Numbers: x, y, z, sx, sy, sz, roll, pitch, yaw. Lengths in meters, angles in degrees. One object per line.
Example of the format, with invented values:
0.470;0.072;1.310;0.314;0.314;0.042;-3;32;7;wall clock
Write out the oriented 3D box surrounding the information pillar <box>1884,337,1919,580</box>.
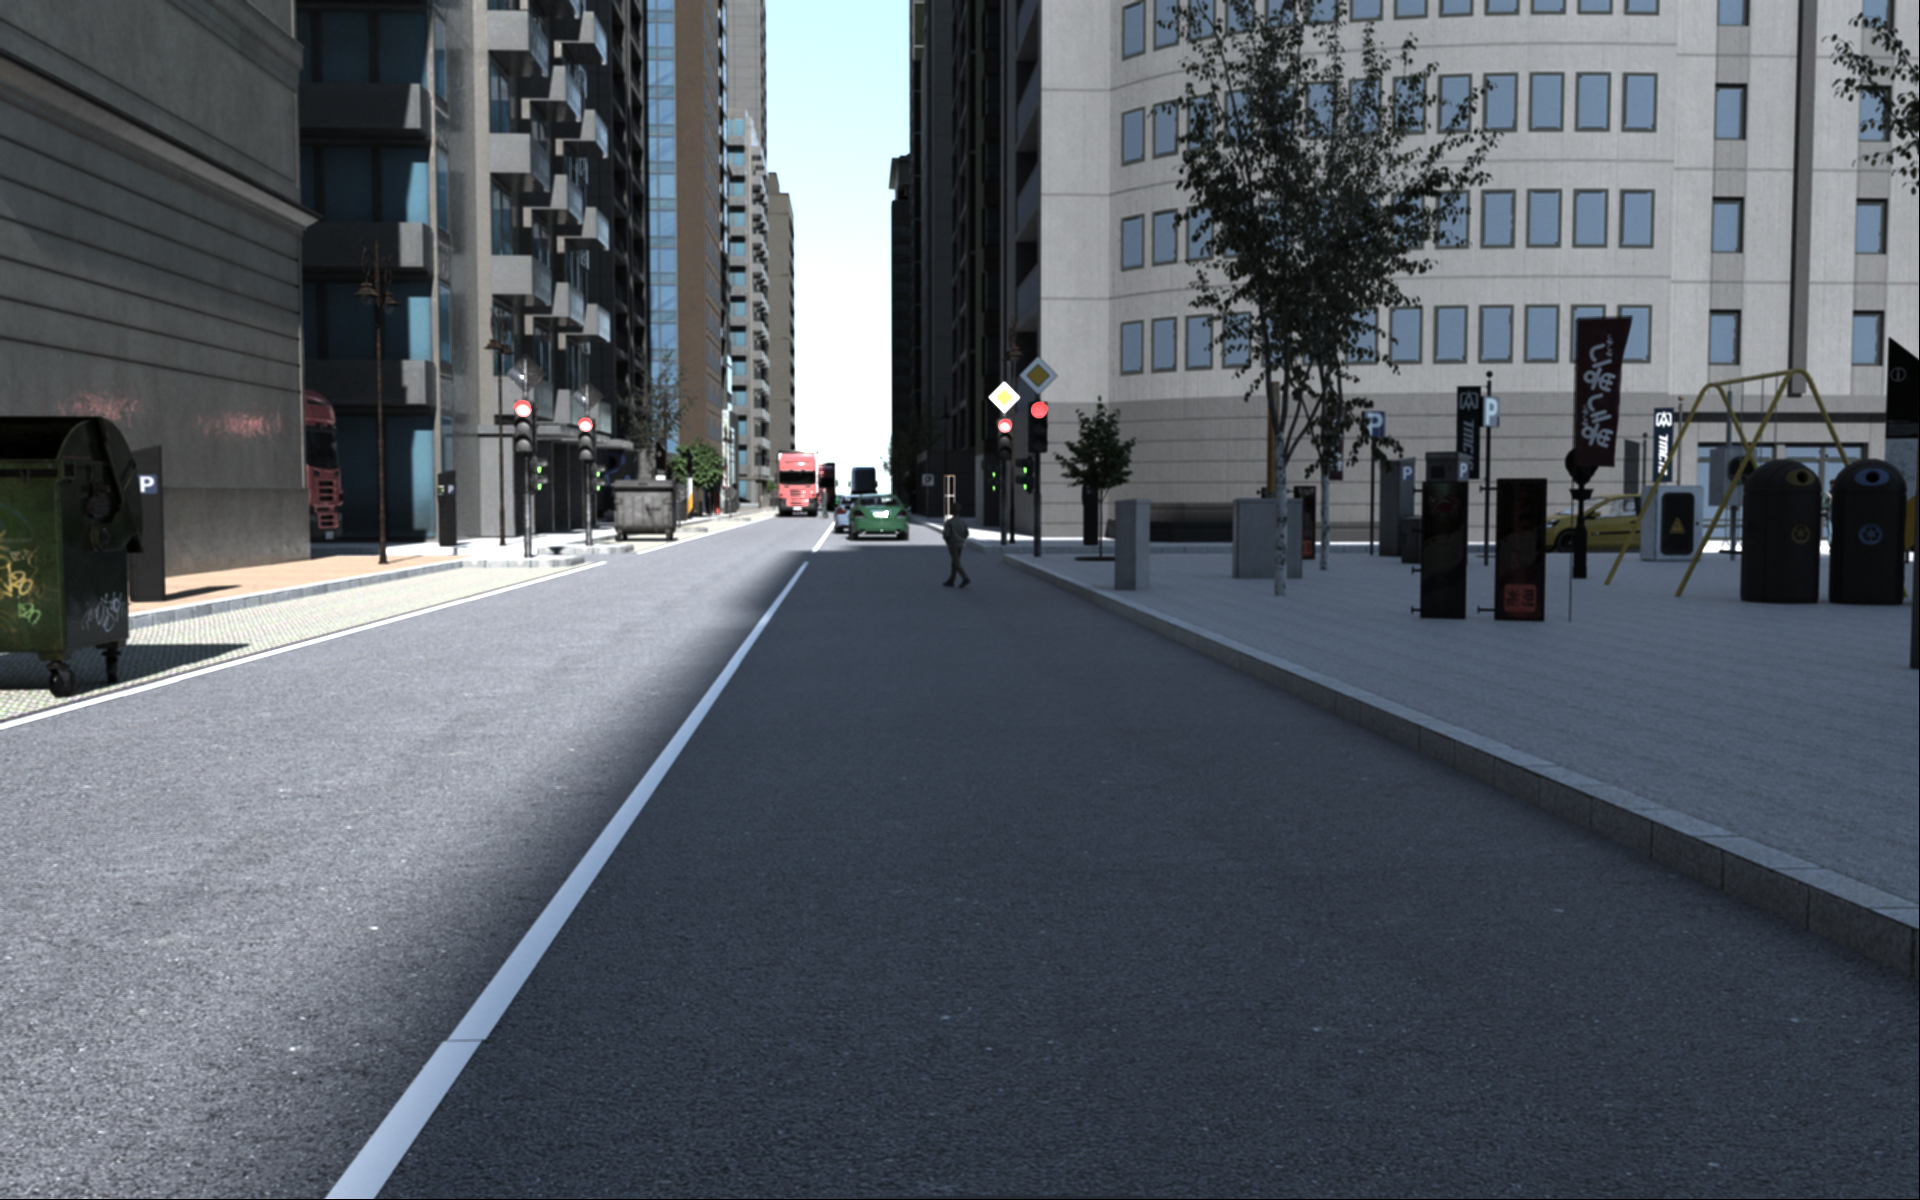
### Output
14.036;-2.108;25.823;0.504;3.616;0.183;1;4;22;information pillar

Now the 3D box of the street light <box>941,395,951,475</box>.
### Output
-0.670;-6.614;80.927;0.468;5.910;1.993;0;4;-3;street light

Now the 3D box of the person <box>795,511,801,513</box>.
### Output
-12.359;-7.551;132.049;1.350;1.814;0.705;-3;5;-45;person

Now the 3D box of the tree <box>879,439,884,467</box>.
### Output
-7.838;-15.900;210.328;4.737;8.622;4.395;0;3;0;tree

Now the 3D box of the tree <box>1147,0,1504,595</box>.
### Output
4.189;-4.353;21.529;4.360;8.622;3.978;0;3;0;tree

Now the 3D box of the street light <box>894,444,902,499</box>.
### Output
-5.541;-11.354;158.422;0.468;5.910;1.993;0;4;-3;street light

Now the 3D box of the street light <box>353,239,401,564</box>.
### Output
-10.605;-3.601;31.667;0.468;5.910;1.993;0;4;-3;street light

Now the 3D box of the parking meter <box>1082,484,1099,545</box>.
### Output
3.265;-2.305;43.394;0.399;1.863;0.255;1;4;11;parking meter

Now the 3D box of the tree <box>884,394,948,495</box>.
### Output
-2.903;-10.777;126.562;4.737;8.622;4.395;0;3;0;tree

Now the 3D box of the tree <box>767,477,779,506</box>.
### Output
-21.925;-12.613;200.830;1.663;3.219;1.824;0;3;0;tree

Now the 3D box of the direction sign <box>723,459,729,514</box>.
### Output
-15.124;-7.330;111.845;0.379;3.537;0.876;-1;4;-15;direction sign

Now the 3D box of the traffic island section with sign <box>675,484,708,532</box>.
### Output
-10.575;-3.473;65.418;1.989;1.847;2.006;0;4;-3;traffic island section with sign

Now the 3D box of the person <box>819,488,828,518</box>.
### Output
-8.112;-5.756;102.793;0.590;1.801;0.661;0;4;-8;person

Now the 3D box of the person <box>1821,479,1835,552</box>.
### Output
20.408;-1.933;40.447;0.623;1.781;0.721;-1;4;-21;person

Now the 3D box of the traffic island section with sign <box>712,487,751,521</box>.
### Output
-12.227;-5.137;92.612;1.989;1.847;2.006;0;4;-3;traffic island section with sign

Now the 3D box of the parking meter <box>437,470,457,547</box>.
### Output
-12.548;-2.242;42.360;0.255;1.863;0.399;2;4;30;parking meter

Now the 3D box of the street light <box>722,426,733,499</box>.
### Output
-15.503;-8.688;114.838;0.468;5.910;1.993;0;4;-3;street light

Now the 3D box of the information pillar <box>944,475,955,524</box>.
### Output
-0.408;-3.875;67.854;0.304;2.012;0.304;-2;4;-31;information pillar

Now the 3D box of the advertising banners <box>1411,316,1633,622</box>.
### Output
5.644;-1.302;17.484;2.074;3.025;0.090;2;4;24;advertising banners

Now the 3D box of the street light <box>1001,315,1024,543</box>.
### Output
1.362;-4.417;45.002;0.468;5.910;1.993;0;4;-3;street light

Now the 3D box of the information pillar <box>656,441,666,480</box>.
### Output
-13.292;-5.230;76.863;0.183;3.616;0.504;3;5;42;information pillar

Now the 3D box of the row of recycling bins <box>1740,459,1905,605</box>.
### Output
11.008;-0.795;20.104;3.534;1.692;1.069;2;4;24;row of recycling bins

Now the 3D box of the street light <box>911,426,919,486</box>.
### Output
-3.295;-9.157;122.510;0.468;5.910;1.993;0;4;-3;street light

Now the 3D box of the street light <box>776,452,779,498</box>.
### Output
-20.248;-13.428;192.330;0.468;5.910;1.993;0;4;-3;street light

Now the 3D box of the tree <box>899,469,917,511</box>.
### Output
-3.690;-8.481;133.266;1.663;3.219;1.824;0;3;0;tree

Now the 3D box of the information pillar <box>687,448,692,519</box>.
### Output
-13.731;-5.906;87.923;0.183;3.616;0.504;-2;4;-30;information pillar

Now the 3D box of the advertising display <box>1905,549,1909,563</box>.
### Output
17.876;-1.624;31.773;0.974;1.923;0.123;3;4;38;advertising display

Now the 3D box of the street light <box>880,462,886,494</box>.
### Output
-10.503;-16.419;241.238;0.468;5.910;1.993;0;4;-3;street light

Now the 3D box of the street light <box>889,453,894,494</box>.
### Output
-8.239;-14.223;205.327;0.468;5.910;1.993;0;4;-3;street light

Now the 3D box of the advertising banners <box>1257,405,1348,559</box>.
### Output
6.740;-2.311;33.965;2.074;3.025;0.090;-1;4;-22;advertising banners

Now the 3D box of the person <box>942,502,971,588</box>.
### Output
-0.077;-0.846;26.605;0.640;1.303;0.475;3;5;41;person

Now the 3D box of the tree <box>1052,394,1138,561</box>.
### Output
2.606;-2.385;33.596;1.663;3.219;1.824;0;3;0;tree

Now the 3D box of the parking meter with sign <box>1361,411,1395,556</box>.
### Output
9.011;-2.415;35.743;0.543;3.016;1.738;-1;4;-22;parking meter with sign

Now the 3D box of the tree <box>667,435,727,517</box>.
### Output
-14.633;-6.898;96.491;4.285;4.588;4.351;0;3;0;tree

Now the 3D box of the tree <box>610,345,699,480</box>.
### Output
-14.874;-8.211;84.607;4.360;8.622;3.978;0;3;0;tree

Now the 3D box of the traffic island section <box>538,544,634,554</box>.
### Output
-9.198;-1.258;42.844;2.009;0.180;2.903;0;4;-3;traffic island section

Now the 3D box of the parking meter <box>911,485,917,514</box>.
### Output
-2.933;-6.500;111.990;0.399;1.863;0.255;0;4;7;parking meter

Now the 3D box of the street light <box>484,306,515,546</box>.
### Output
-11.355;-4.284;42.823;0.468;5.910;1.993;0;4;-3;street light

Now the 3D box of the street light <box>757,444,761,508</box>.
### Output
-18.107;-11.231;156.412;0.468;5.910;1.993;0;4;-3;street light

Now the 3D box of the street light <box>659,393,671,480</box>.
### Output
-13.402;-6.491;78.917;0.468;5.910;1.993;0;4;-3;street light

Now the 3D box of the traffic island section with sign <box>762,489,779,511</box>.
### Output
-15.255;-8.202;142.722;1.989;1.847;2.006;0;4;-3;traffic island section with sign

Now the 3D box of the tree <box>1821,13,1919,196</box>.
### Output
10.378;-3.982;15.469;4.360;8.622;3.978;0;3;0;tree

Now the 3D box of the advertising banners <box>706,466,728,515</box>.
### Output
-15.214;-6.864;108.407;0.090;3.025;2.074;2;4;33;advertising banners

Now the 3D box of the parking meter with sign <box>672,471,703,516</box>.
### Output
-15.716;-6.333;99.799;1.738;3.016;0.543;0;4;-8;parking meter with sign

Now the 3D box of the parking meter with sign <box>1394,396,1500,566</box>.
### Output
8.888;-2.161;31.586;0.543;3.016;1.738;-3;5;-42;parking meter with sign

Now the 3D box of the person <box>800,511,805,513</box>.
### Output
-12.290;-7.705;134.469;1.348;1.826;0.705;-2;4;-31;person

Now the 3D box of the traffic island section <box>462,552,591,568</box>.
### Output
-8.716;-0.770;34.873;2.009;0.180;2.903;0;4;-3;traffic island section

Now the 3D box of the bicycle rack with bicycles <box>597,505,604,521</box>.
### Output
-18.038;-4.300;83.685;2.925;0.926;2.852;3;5;45;bicycle rack with bicycles

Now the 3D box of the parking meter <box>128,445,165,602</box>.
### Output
-9.717;-0.911;20.612;0.399;1.863;0.255;-3;5;-40;parking meter
